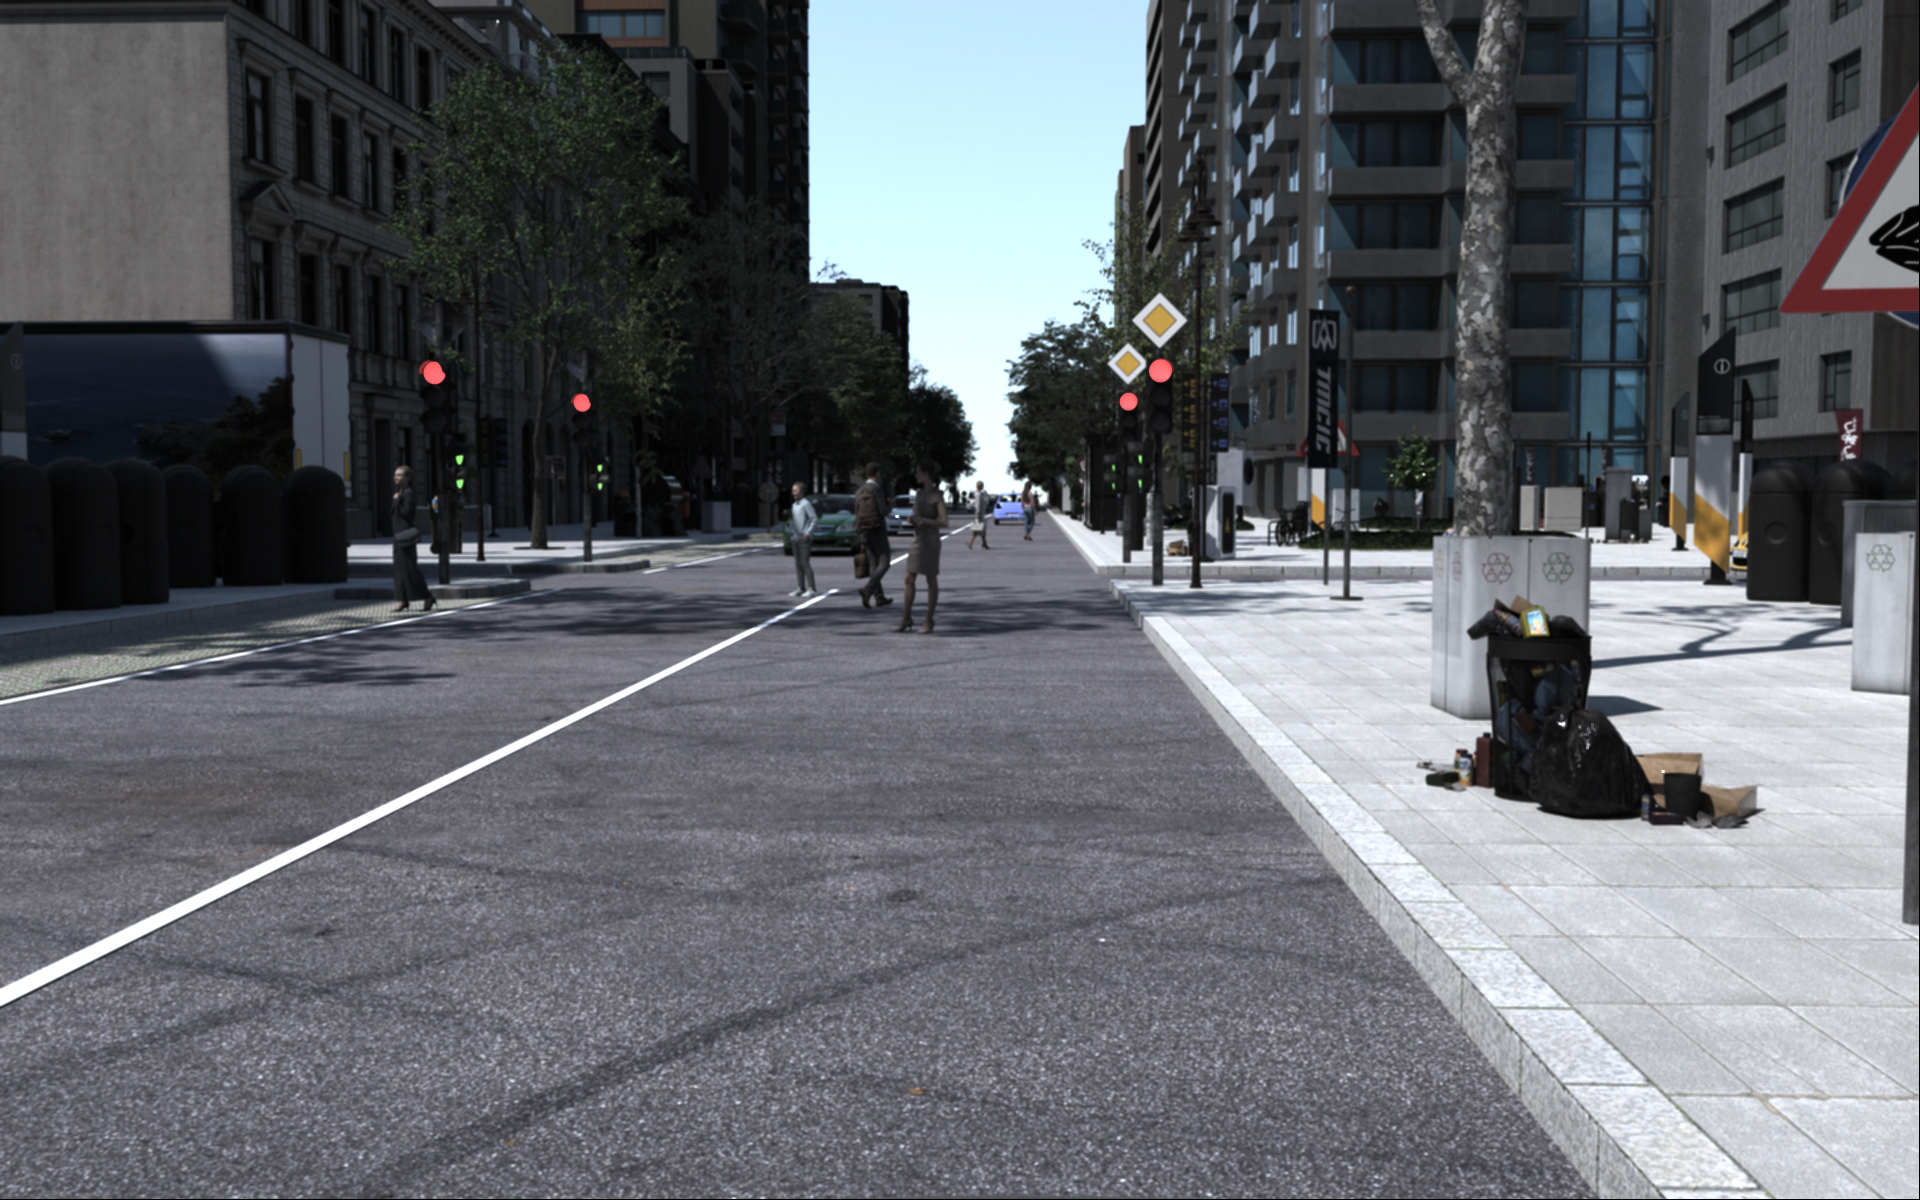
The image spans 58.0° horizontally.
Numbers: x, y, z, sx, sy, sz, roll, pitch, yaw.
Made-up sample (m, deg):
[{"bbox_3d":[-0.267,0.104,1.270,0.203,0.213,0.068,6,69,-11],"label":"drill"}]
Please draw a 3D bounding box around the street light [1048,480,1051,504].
[{"bbox_3d":[9.845,-12.865,183.135,0.468,5.910,1.993,0,4,2],"label":"street light"}]

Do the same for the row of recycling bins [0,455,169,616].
[{"bbox_3d":[-10.087,-0.727,19.004,1.069,1.692,3.534,1,4,16],"label":"row of recycling bins"}]

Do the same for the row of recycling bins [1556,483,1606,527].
[{"bbox_3d":[24.579,-3.657,66.897,3.534,1.692,1.069,-1,4,-12],"label":"row of recycling bins"}]

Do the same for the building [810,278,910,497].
[{"bbox_3d":[-14.390,-28.434,236.589,14.160,30.474,14.107,0,4,2],"label":"building"}]

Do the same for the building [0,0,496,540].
[{"bbox_3d":[-21.605,-11.365,50.441,10.561,19.102,19.286,0,4,2],"label":"building"}]

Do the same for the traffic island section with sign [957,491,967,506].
[{"bbox_3d":[0.607,-12.610,214.799,1.989,1.847,2.006,0,4,2],"label":"traffic island section with sign"}]

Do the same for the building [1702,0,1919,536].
[{"bbox_3d":[29.608,-16.781,46.067,14.107,30.474,14.160,0,4,2],"label":"building"}]

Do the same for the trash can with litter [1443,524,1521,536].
[{"bbox_3d":[5.069,-0.297,16.246,1.055,1.170,0.624,-2,4,-28],"label":"trash can with litter"}]

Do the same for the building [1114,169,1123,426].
[{"bbox_3d":[26.846,-32.821,220.224,14.154,41.232,14.086,0,4,2],"label":"building"}]

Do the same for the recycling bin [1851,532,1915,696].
[{"bbox_3d":[6.304,0.081,11.232,0.722,1.027,0.722,-3,5,-40],"label":"recycling bin"}]

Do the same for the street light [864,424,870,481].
[{"bbox_3d":[-5.844,-8.356,109.413,0.468,5.910,1.993,0,4,2],"label":"street light"}]

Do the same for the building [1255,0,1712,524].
[{"bbox_3d":[25.811,-28.555,86.477,23.786,49.044,30.456,0,4,2],"label":"building"}]

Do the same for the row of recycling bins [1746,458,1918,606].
[{"bbox_3d":[10.647,-0.772,19.737,1.069,1.692,3.534,-2,4,-33],"label":"row of recycling bins"}]

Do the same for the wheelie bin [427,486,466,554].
[{"bbox_3d":[-11.009,-1.793,37.226,0.693,1.594,0.980,0,4,-1],"label":"wheelie bin"}]

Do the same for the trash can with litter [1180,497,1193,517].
[{"bbox_3d":[9.568,-3.695,71.806,0.624,1.170,1.055,-1,4,-19],"label":"trash can with litter"}]

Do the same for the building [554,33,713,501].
[{"bbox_3d":[-20.762,-16.035,91.850,12.332,23.373,15.834,0,4,2],"label":"building"}]

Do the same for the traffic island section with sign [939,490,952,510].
[{"bbox_3d":[-1.721,-9.236,159.635,1.989,1.847,2.006,0,4,2],"label":"traffic island section with sign"}]

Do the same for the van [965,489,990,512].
[{"bbox_3d":[1.399,-8.039,138.456,2.013,2.044,4.112,0,4,3],"label":"van"}]

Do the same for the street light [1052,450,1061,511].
[{"bbox_3d":[8.748,-11.278,157.182,0.468,5.910,1.993,0,4,2],"label":"street light"}]

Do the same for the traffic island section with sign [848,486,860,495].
[{"bbox_3d":[-4.978,-4.495,82.127,1.989,1.847,2.006,0,4,2],"label":"traffic island section with sign"}]

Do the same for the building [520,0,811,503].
[{"bbox_3d":[-23.822,-29.507,137.069,22.147,44.769,28.867,0,4,2],"label":"building"}]

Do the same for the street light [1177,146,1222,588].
[{"bbox_3d":[3.225,-3.101,23.482,0.468,5.910,1.993,0,4,2],"label":"street light"}]

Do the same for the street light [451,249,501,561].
[{"bbox_3d":[-9.157,-3.678,32.928,0.468,5.910,1.993,0,4,2],"label":"street light"}]

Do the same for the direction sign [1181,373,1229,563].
[{"bbox_3d":[4.592,-2.477,32.500,0.876,3.537,0.379,1,4,10],"label":"direction sign"}]

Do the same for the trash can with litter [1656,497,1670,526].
[{"bbox_3d":[28.590,-3.609,70.387,0.624,1.170,1.055,1,4,21],"label":"trash can with litter"}]

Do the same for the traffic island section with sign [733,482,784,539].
[{"bbox_3d":[-6.106,-2.848,55.196,1.989,1.847,2.006,0,4,2],"label":"traffic island section with sign"}]

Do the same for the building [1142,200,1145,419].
[{"bbox_3d":[24.581,-24.213,167.580,14.160,30.474,14.107,0,4,2],"label":"building"}]

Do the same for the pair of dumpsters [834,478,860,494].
[{"bbox_3d":[-6.931,-6.322,105.856,1.574,2.255,4.437,0,4,2],"label":"pair of dumpsters"}]

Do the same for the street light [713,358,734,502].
[{"bbox_3d":[-8.015,-5.268,58.927,0.468,5.910,1.993,0,4,2],"label":"street light"}]

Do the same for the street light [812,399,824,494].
[{"bbox_3d":[-6.902,-6.829,84.449,0.468,5.910,1.993,0,4,2],"label":"street light"}]

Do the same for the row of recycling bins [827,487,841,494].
[{"bbox_3d":[-7.403,-5.682,100.009,1.069,1.692,3.534,0,3,0],"label":"row of recycling bins"}]

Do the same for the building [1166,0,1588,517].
[{"bbox_3d":[27.345,-30.787,122.984,23.786,49.044,30.456,0,4,2],"label":"building"}]

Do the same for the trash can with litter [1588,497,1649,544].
[{"bbox_3d":[17.072,-2.093,45.270,2.233,1.210,1.678,-1,4,-9],"label":"trash can with litter"}]

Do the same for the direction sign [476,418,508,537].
[{"bbox_3d":[-13.904,-3.640,51.519,0.876,3.537,0.379,-2,4,-23],"label":"direction sign"}]

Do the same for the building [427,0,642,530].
[{"bbox_3d":[-22.312,-14.082,72.035,13.314,21.916,24.055,0,4,2],"label":"building"}]

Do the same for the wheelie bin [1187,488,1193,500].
[{"bbox_3d":[12.371,-5.142,91.981,0.693,1.594,0.980,0,4,3],"label":"wheelie bin"}]

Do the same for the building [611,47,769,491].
[{"bbox_3d":[-20.906,-21.053,115.917,14.160,30.474,14.107,0,4,2],"label":"building"}]

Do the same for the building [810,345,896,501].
[{"bbox_3d":[-22.959,-22.643,215.254,27.650,21.520,28.899,0,4,2],"label":"building"}]

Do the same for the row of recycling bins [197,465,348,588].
[{"bbox_3d":[-10.355,-1.045,24.205,3.534,1.692,1.069,-3,5,-40],"label":"row of recycling bins"}]

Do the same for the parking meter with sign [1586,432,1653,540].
[{"bbox_3d":[18.365,-3.178,48.220,1.738,3.016,0.543,1,4,22],"label":"parking meter with sign"}]

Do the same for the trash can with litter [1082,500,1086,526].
[{"bbox_3d":[5.122,-3.551,69.448,0.624,1.170,1.055,0,4,-4],"label":"trash can with litter"}]

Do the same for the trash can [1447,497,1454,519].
[{"bbox_3d":[20.678,-3.711,72.327,0.748,1.137,0.748,0,3,0],"label":"trash can"}]

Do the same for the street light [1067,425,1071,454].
[{"bbox_3d":[6.664,-8.191,106.712,0.468,5.910,1.993,0,4,2],"label":"street light"}]

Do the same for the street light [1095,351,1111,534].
[{"bbox_3d":[4.577,-5.053,55.410,0.468,5.910,1.993,0,4,2],"label":"street light"}]

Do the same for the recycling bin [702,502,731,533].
[{"bbox_3d":[-8.000,-2.710,56.854,0.722,1.027,0.722,-3,5,-41],"label":"recycling bin"}]

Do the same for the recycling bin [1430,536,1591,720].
[{"bbox_3d":[3.215,0.147,10.158,0.722,1.027,0.722,0,4,-1],"label":"recycling bin"}]

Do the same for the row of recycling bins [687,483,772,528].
[{"bbox_3d":[-8.937,-3.673,67.166,3.534,1.692,1.069,1,4,15],"label":"row of recycling bins"}]

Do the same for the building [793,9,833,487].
[{"bbox_3d":[-22.588,-44.200,160.926,20.563,71.187,20.611,0,4,2],"label":"building"}]

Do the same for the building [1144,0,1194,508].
[{"bbox_3d":[27.258,-32.129,149.005,21.300,48.544,21.600,0,4,2],"label":"building"}]

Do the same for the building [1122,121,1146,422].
[{"bbox_3d":[26.611,-33.995,205.934,14.600,45.320,14.200,0,4,2],"label":"building"}]

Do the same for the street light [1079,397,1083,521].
[{"bbox_3d":[5.655,-6.629,81.166,0.468,5.910,1.993,0,4,2],"label":"street light"}]
